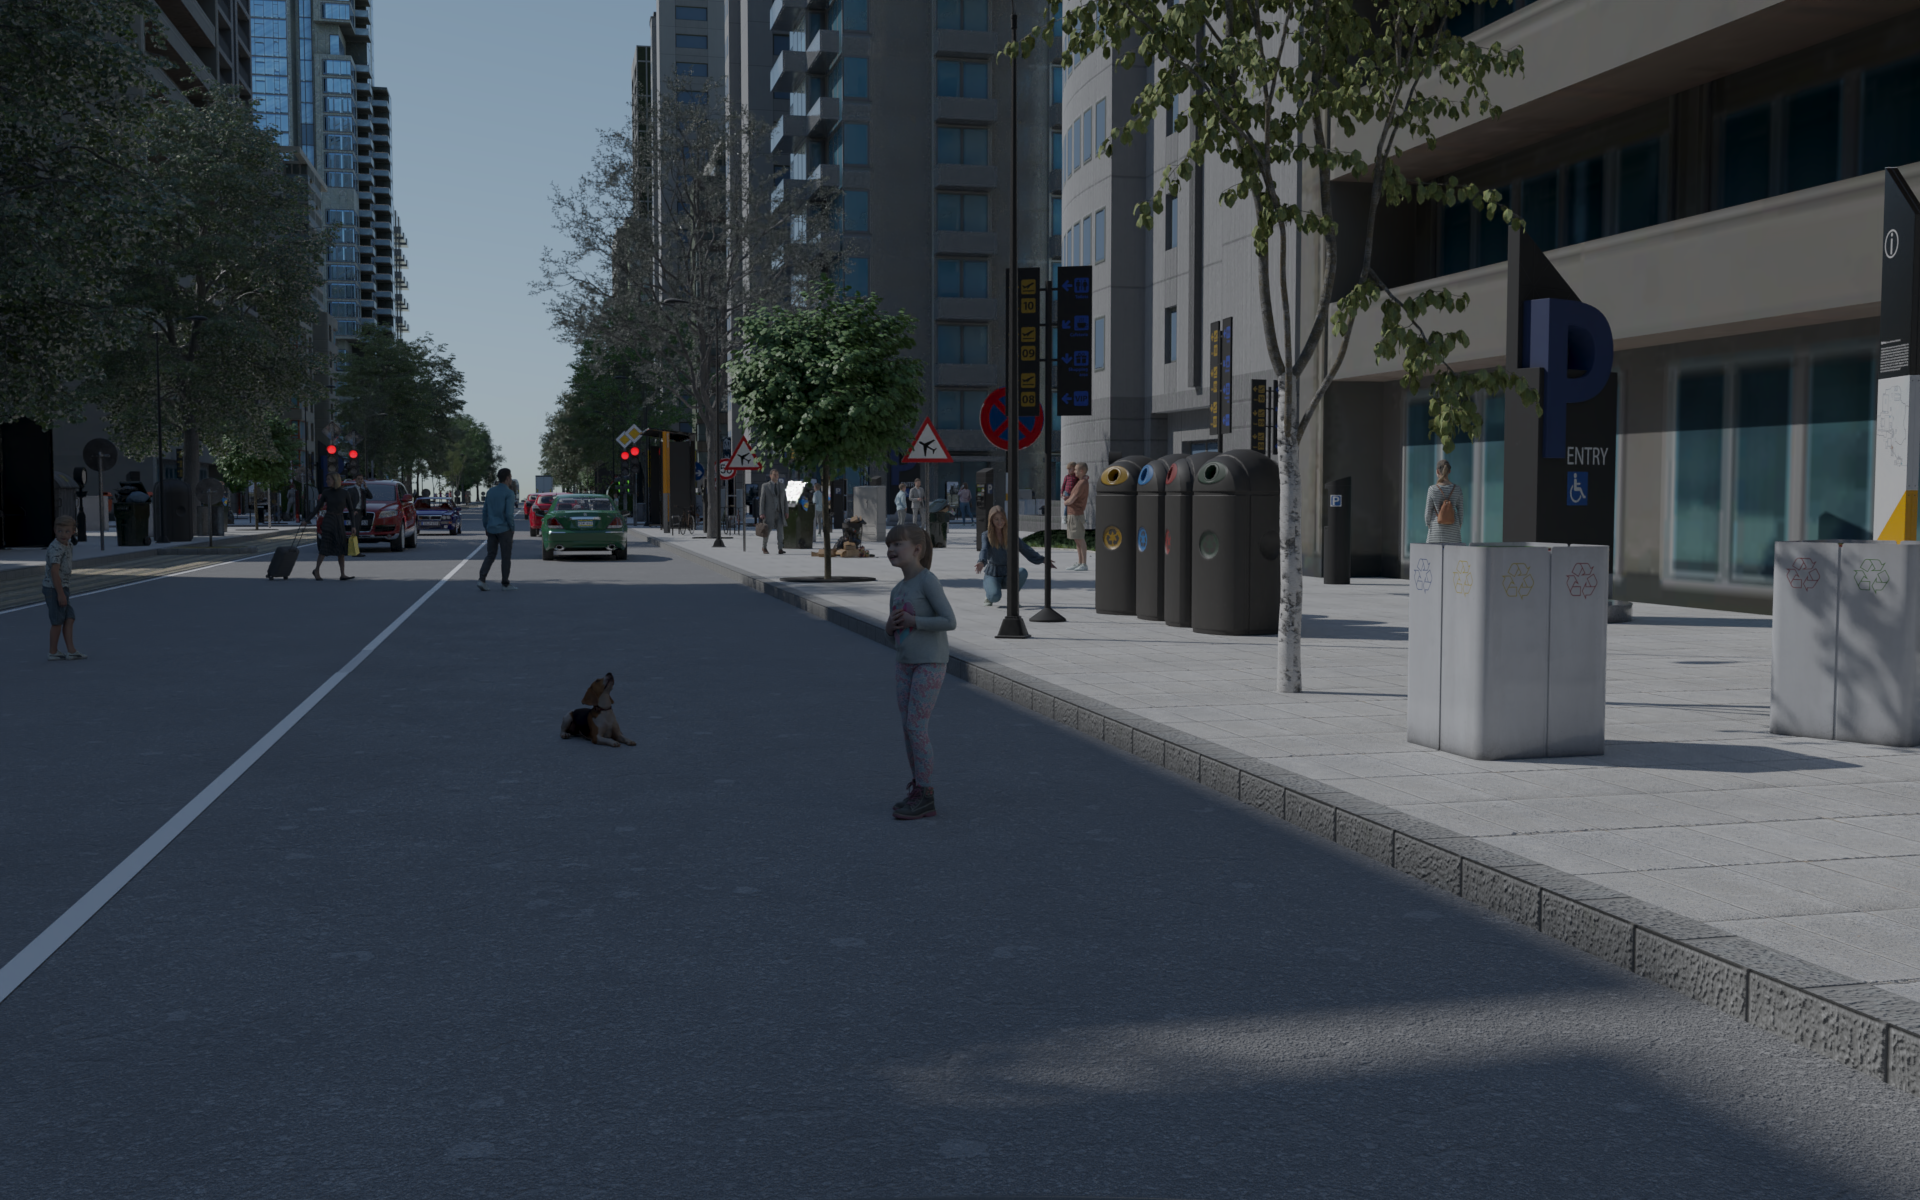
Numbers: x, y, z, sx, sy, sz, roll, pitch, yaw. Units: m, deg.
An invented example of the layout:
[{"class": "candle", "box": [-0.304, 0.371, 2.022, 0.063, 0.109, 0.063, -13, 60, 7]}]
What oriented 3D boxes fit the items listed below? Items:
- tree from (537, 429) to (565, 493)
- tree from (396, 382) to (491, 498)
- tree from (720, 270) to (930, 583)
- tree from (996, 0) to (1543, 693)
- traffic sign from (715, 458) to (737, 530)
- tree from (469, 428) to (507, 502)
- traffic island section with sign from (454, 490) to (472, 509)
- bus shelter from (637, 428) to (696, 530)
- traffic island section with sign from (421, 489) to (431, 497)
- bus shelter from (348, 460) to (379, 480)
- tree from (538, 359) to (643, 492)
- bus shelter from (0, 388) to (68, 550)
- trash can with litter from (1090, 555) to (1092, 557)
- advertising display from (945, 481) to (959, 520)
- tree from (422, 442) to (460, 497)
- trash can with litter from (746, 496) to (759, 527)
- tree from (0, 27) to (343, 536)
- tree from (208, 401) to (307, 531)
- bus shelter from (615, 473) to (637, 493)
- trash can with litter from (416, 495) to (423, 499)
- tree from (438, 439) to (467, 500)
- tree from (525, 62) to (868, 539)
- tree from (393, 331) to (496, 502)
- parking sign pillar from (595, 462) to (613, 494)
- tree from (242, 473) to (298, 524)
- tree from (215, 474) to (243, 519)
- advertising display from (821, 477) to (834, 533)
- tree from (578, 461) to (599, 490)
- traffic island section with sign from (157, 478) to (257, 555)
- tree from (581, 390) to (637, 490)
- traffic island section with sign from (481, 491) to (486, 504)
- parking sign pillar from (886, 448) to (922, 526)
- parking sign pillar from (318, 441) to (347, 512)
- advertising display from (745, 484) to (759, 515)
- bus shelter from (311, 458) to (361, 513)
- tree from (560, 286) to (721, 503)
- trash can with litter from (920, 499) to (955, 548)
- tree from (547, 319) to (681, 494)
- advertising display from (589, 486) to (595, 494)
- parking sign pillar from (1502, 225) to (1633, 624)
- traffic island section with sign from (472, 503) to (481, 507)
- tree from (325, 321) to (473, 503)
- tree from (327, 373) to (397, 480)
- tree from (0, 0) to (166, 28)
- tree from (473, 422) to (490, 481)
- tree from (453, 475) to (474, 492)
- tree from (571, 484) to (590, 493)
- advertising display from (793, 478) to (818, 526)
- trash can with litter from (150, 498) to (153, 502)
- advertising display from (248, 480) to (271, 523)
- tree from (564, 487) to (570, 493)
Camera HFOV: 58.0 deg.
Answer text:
[{"class": "tree", "box": [-67.942, -23.828, 296.239, 9.857, 13.997, 8.962, 0, 3, 0]}, {"class": "tree", "box": [-48.226, -13.970, 154.157, 9.928, 11.665, 9.643, 0, 3, 0]}, {"class": "tree", "box": [-1.934, -2.567, 25.687, 4.285, 4.588, 4.351, 0, 3, 0]}, {"class": "tree", "box": [2.035, -3.694, 10.758, 4.737, 8.622, 4.395, 0, 3, 0]}, {"class": "traffic sign", "box": [-8.288, -3.751, 61.433, 0.768, 2.556, 0.104, 0, 4, -6]}, {"class": "tree", "box": [-80.384, -22.718, 288.440, 9.611, 12.733, 9.660, 0, 3, 0]}, {"class": "traffic island section with sign", "box": [-49.515, -9.925, 170.900, 1.989, 1.847, 2.006, -1, 4, -14]}, {"class": "bus shelter", "box": [-10.890, -4.479, 64.513, 1.731, 3.624, 6.357, -1, 4, -14]}, {"class": "traffic island section with sign", "box": [-37.803, -6.985, 122.834, 1.989, 1.847, 2.006, -1, 4, -14]}, {"class": "bus shelter", "box": [-42.139, -8.032, 122.611, 1.731, 3.624, 6.357, -1, 4, -13]}, {"class": "tree", "box": [-29.390, -13.748, 141.789, 9.611, 12.733, 9.660, 0, 3, 0]}, {"class": "bus shelter", "box": [-20.780, -2.803, 37.110, 1.731, 3.624, 6.357, -1, 4, -14]}, {"class": "trash can with litter", "box": [3.640, -1.445, 34.678, 1.678, 1.210, 2.233, -1, 4, -13]}, {"class": "advertising display", "box": [-0.398, -4.888, 85.138, 0.123, 1.923, 0.974, 3, 4, 38]}, {"class": "tree", "box": [-54.370, -14.019, 179.566, 4.360, 8.622, 3.978, 0, 3, 0]}, {"class": "trash can with litter", "box": [-7.947, -3.520, 68.603, 1.678, 1.210, 2.233, 0, 4, -1]}, {"class": "tree", "box": [-23.632, -8.944, 52.882, 9.857, 13.997, 8.962, 0, 3, 0]}, {"class": "tree", "box": [-24.874, -4.748, 61.345, 4.285, 4.588, 4.351, 0, 3, 0]}, {"class": "bus shelter", "box": [-25.658, -8.404, 131.336, 2.014, 3.302, 5.546, -1, 4, -14]}, {"class": "trash can with litter", "box": [-45.219, -8.204, 145.520, 0.624, 1.170, 1.055, 0, 4, 6]}, {"class": "tree", "box": [-62.284, -16.004, 212.024, 4.737, 8.622, 4.395, 0, 3, 0]}, {"class": "tree", "box": [-7.211, -8.514, 49.576, 12.009, 13.543, 11.850, 0, 3, 0]}, {"class": "tree", "box": [-43.250, -13.982, 135.260, 9.857, 13.997, 8.962, 0, 3, 0]}, {"class": "parking sign pillar", "box": [-25.981, -8.435, 126.388, 1.447, 3.967, 1.447, 0, 4, -8]}, {"class": "tree", "box": [-29.332, -4.851, 73.919, 1.663, 3.219, 1.824, 0, 3, 0]}, {"class": "tree", "box": [-36.748, -5.724, 88.189, 1.663, 3.219, 1.824, 0, 3, 0]}, {"class": "advertising display", "box": [-4.415, -3.207, 57.656, 0.123, 1.923, 0.974, -2, 4, -24]}, {"class": "tree", "box": [-32.104, -10.366, 153.198, 4.285, 4.588, 4.351, 0, 3, 0]}, {"class": "traffic island section with sign", "box": [-17.976, -2.009, 41.472, 1.989, 1.847, 2.006, -1, 4, -14]}, {"class": "tree", "box": [-22.859, -10.085, 115.258, 4.737, 8.622, 4.395, 0, 3, 0]}, {"class": "traffic island section with sign", "box": [-69.234, -14.874, 251.820, 1.989, 1.847, 2.006, -1, 4, -14]}, {"class": "parking sign pillar", "box": [-2.271, -4.971, 69.746, 1.447, 3.967, 1.447, -1, 4, -19]}, {"class": "parking sign pillar", "box": [-31.730, -6.063, 87.607, 1.447, 3.967, 1.447, -3, 5, -44]}, {"class": "advertising display", "box": [-12.858, -6.220, 106.908, 0.974, 1.923, 0.123, -3, 5, -43]}, {"class": "bus shelter", "box": [-33.899, -6.141, 94.332, 2.014, 3.302, 5.546, -1, 4, -14]}, {"class": "tree", "box": [-15.940, -9.870, 87.133, 9.928, 11.665, 9.643, 0, 3, 0]}, {"class": "trash can with litter", "box": [-0.653, -1.811, 40.992, 0.624, 1.170, 1.055, 3, 5, 39]}, {"class": "tree", "box": [-20.938, -11.514, 106.382, 7.486, 12.596, 7.792, 0, 3, 0]}, {"class": "advertising display", "box": [-27.650, -7.711, 131.294, 0.974, 1.923, 0.123, 2, 4, 25]}, {"class": "parking sign pillar", "box": [6.145, -1.788, 17.699, 1.447, 3.967, 1.447, -2, 4, -35]}, {"class": "traffic island section with sign", "box": [-55.895, -11.527, 197.092, 1.989, 1.847, 2.006, -1, 4, -14]}, {"class": "tree", "box": [-38.000, -11.986, 114.104, 7.486, 12.596, 7.792, 0, 3, 0]}, {"class": "tree", "box": [-36.121, -9.488, 105.483, 4.360, 8.622, 3.978, 0, 3, 0]}, {"class": "tree", "box": [-16.865, -7.350, 26.823, 9.857, 13.997, 8.962, 0, 3, 0]}, {"class": "tree", "box": [-69.664, -19.884, 243.223, 7.486, 12.596, 7.792, 0, 3, 0]}, {"class": "tree", "box": [-72.463, -16.410, 252.016, 4.285, 4.588, 4.351, 0, 3, 0]}, {"class": "tree", "box": [-41.988, -12.193, 193.958, 1.663, 3.219, 1.824, 0, 3, 0]}, {"class": "advertising display", "box": [-6.136, -3.892, 68.843, 0.974, 1.923, 0.123, 0, 3, 0]}, {"class": "trash can with litter", "box": [-27.681, -2.985, 60.186, 1.055, 1.170, 0.624, 2, 4, 28]}, {"class": "advertising display", "box": [-31.002, -4.369, 76.652, 0.974, 1.923, 0.123, 0, 4, -1]}, {"class": "tree", "box": [-59.707, -16.460, 263.725, 1.663, 3.219, 1.824, 0, 3, 0]}]
